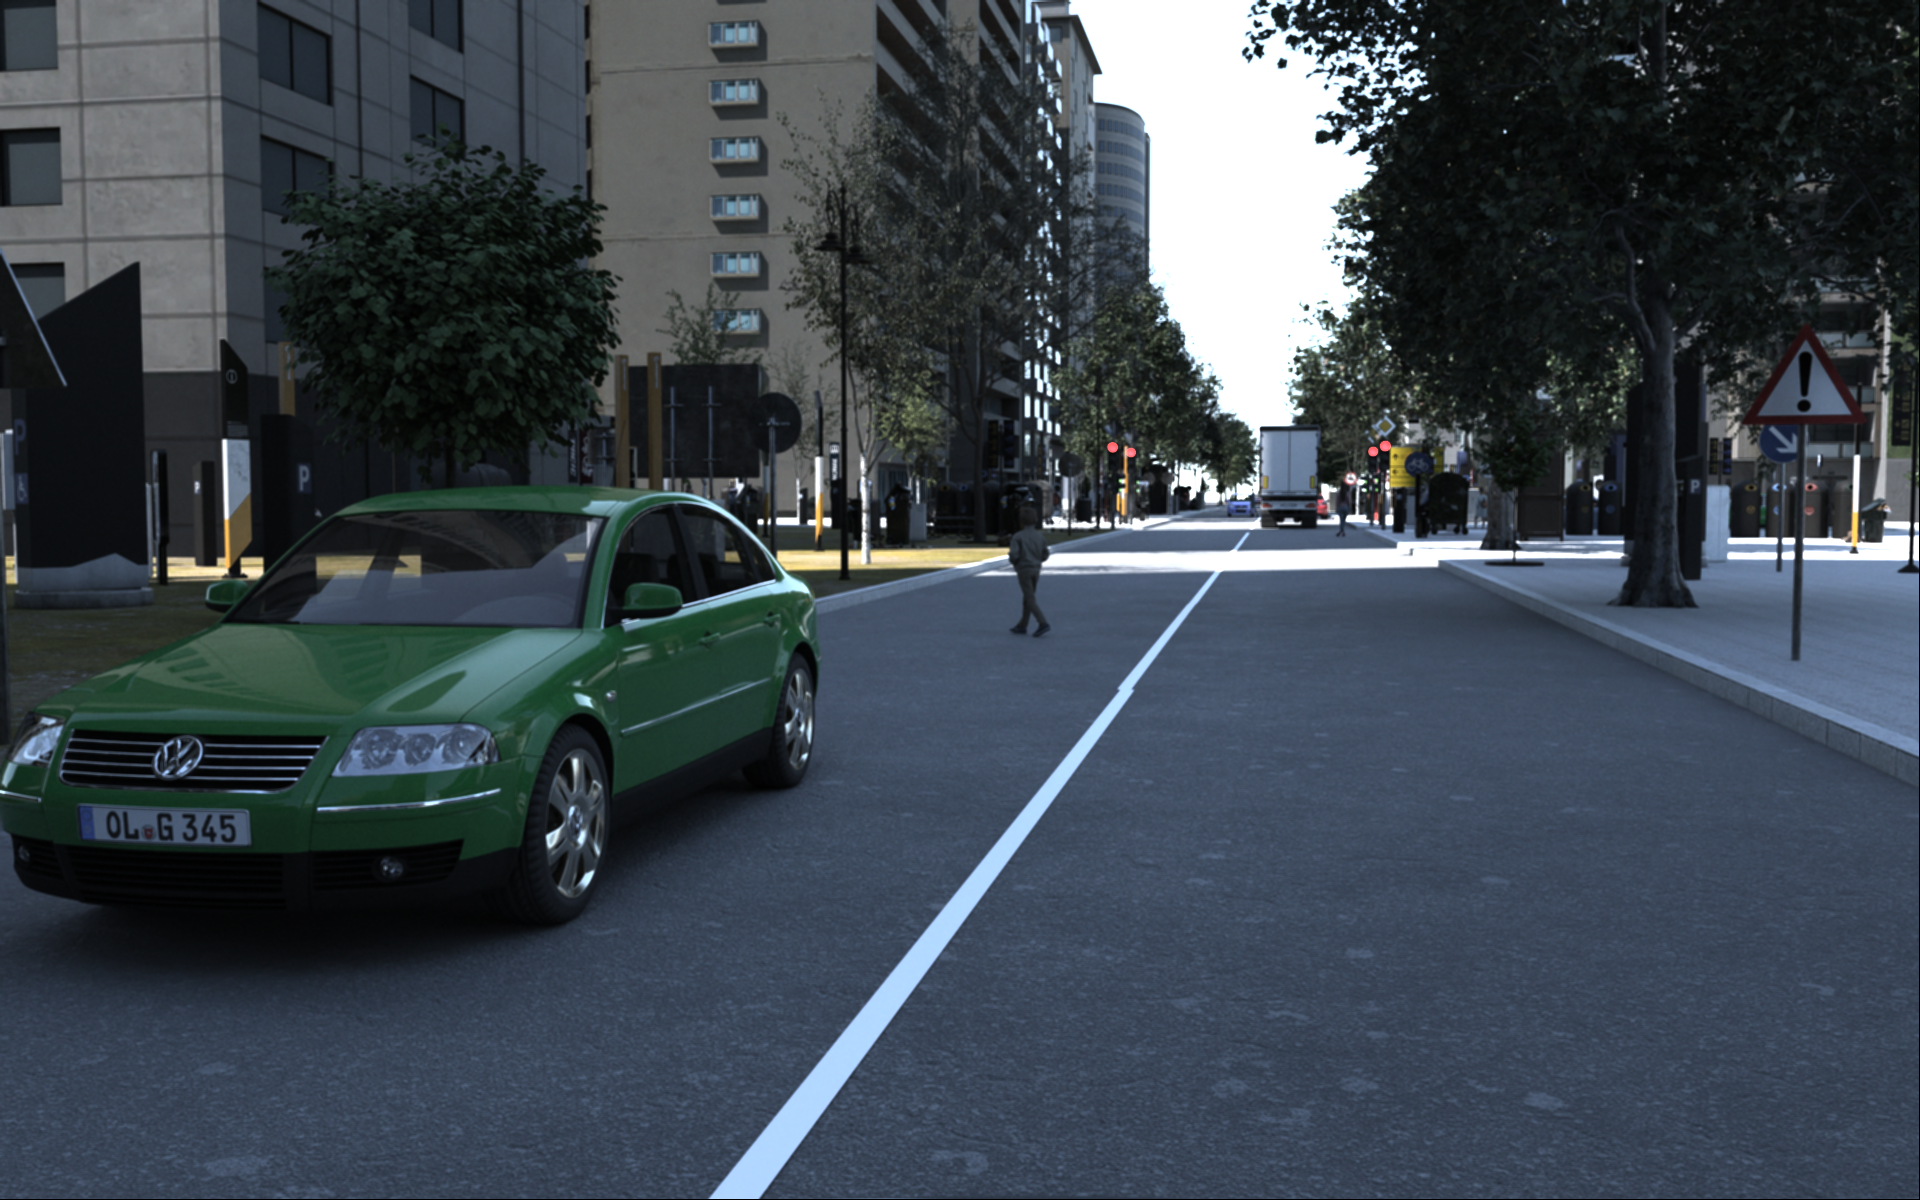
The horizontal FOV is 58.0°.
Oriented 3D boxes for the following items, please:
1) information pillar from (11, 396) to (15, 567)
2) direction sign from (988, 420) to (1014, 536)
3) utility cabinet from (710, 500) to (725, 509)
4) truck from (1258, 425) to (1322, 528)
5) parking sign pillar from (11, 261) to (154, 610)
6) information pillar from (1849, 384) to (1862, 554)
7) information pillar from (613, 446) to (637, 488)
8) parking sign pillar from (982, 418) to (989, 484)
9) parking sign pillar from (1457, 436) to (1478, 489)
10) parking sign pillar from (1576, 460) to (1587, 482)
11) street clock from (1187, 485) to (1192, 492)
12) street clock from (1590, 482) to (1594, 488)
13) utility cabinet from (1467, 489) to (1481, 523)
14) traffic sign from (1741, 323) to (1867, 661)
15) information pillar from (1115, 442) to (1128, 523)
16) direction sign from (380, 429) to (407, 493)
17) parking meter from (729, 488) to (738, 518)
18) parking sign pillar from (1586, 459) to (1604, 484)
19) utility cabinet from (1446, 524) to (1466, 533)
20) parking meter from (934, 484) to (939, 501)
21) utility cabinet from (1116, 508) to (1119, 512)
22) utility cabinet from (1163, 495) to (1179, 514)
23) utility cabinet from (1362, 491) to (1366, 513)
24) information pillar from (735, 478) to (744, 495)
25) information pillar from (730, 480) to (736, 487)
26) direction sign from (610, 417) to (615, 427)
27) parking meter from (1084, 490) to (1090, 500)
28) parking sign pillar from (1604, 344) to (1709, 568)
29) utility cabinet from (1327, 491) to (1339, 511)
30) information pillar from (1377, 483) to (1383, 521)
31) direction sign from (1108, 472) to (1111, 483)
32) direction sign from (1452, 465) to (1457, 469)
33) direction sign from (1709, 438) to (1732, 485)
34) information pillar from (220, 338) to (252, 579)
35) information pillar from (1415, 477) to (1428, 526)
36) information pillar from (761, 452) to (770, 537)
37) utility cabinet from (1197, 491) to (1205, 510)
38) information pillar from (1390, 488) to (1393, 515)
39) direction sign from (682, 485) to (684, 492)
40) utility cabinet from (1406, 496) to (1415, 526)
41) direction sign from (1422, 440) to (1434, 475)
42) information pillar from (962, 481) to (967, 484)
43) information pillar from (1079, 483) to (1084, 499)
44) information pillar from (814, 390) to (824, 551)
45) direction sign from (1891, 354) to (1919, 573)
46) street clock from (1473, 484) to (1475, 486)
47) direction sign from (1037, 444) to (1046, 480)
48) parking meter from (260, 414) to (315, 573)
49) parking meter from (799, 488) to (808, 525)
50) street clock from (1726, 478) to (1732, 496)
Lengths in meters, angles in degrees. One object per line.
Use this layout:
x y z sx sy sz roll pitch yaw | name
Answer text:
-16.589 -2.391 30.439 0.183 3.616 0.504 -2 4 -28 | information pillar
1.254 -3.725 52.904 0.876 3.537 0.379 2 4 27 | direction sign
-3.197 -0.522 19.691 1.020 1.237 0.306 1 4 16 | utility cabinet
14.488 -5.331 76.070 2.839 4.237 11.283 1 4 11 | truck
-10.069 -1.917 19.811 1.447 3.967 1.447 3 5 41 | parking sign pillar
19.161 -2.793 37.016 0.183 3.616 0.504 2 4 24 | information pillar
-5.184 -1.367 26.844 0.304 2.012 0.304 -2 4 -29 | information pillar
0.783 -4.446 61.163 1.447 3.967 1.447 0 4 -1 | parking sign pillar
22.791 -5.495 78.314 1.447 3.967 1.447 1 4 8 | parking sign pillar
35.694 -6.776 99.254 1.447 3.967 1.447 2 4 35 | parking sign pillar
19.039 -8.527 143.979 0.471 2.002 0.358 3 4 37 | street clock
36.697 -5.893 100.924 0.471 2.002 0.358 -2 4 -30 | street clock
22.198 -4.088 75.521 1.173 1.500 0.318 -2 4 -25 | utility cabinet
6.451 -0.813 13.294 0.884 2.594 0.081 1 4 14 | traffic sign
7.264 -5.254 77.262 0.504 3.616 0.183 1 4 19 | information pillar
-9.884 -2.343 30.297 0.379 3.537 0.876 1 4 13 | direction sign
-9.649 -3.996 73.744 0.372 1.533 0.369 0 3 0 | parking meter
21.862 -4.203 57.186 1.447 3.967 1.447 -2 4 -29 | parking sign pillar
16.669 -2.873 58.138 0.306 1.237 1.020 0 4 -7 | utility cabinet
-1.252 -5.574 96.843 0.399 1.863 0.255 1 4 13 | parking meter
11.516 -6.855 120.752 1.173 1.500 0.318 0 4 -1 | utility cabinet
13.849 -6.278 113.814 1.020 1.237 0.306 0 4 0 | utility cabinet
29.707 -7.416 129.930 1.173 1.500 0.318 -1 4 -18 | utility cabinet
-9.644 -5.200 76.366 0.504 3.616 0.183 0 4 3 | information pillar
-11.706 -5.222 89.867 0.304 2.012 0.304 -3 5 -39 | information pillar
-9.803 -3.601 50.872 0.876 3.537 0.379 -1 4 -21 | direction sign
8.016 -6.159 109.104 0.372 1.533 0.369 0 3 0 | parking meter
12.474 -2.575 30.580 1.447 3.967 1.447 -3 5 -43 | parking sign pillar
27.545 -7.268 127.508 1.173 1.500 0.318 -2 4 -28 | utility cabinet
19.786 -5.499 81.264 0.183 3.616 0.504 0 4 -7 | information pillar
10.784 -7.996 122.729 0.379 3.537 0.876 -2 4 -34 | direction sign
38.028 -8.640 133.268 0.876 3.537 0.379 1 4 12 | direction sign
30.613 -4.758 69.794 0.876 3.537 0.379 0 4 3 | direction sign
-11.025 -2.141 26.364 0.183 3.616 0.504 1 4 20 | information pillar
15.155 -3.204 56.872 0.304 2.012 0.304 -2 4 -34 | information pillar
-5.753 -3.666 51.295 0.183 3.616 0.504 -1 4 -18 | information pillar
19.751 -8.155 142.012 0.318 1.500 1.173 -1 4 -11 | utility cabinet
25.938 -6.070 103.740 0.304 2.012 0.304 0 4 -1 | information pillar
-10.311 -4.425 64.350 0.876 3.537 0.379 -2 4 -32 | direction sign
18.554 -3.593 69.903 1.020 1.237 0.306 1 4 22 | utility cabinet
19.418 -4.888 71.922 0.379 3.537 0.876 -1 4 -17 | direction sign
0.266 -5.862 100.330 0.304 2.012 0.304 0 4 1 | information pillar
7.890 -6.602 112.430 0.304 2.012 0.304 -1 4 -15 | information pillar
-3.148 -2.898 38.736 0.183 3.616 0.504 -1 4 -15 | information pillar
15.525 -2.213 28.177 0.876 3.537 0.379 -1 4 -13 | direction sign
35.845 -7.143 121.361 0.358 2.002 0.471 -3 5 -43 | street clock
3.714 -5.320 78.981 0.379 3.537 0.876 2 4 26 | direction sign
-4.997 -0.441 12.917 0.255 1.863 0.399 0 4 5 | parking meter
-6.604 -3.954 73.059 0.372 1.533 0.369 0 3 0 | parking meter
35.023 -4.551 78.984 0.358 2.002 0.471 2 4 24 | street clock
